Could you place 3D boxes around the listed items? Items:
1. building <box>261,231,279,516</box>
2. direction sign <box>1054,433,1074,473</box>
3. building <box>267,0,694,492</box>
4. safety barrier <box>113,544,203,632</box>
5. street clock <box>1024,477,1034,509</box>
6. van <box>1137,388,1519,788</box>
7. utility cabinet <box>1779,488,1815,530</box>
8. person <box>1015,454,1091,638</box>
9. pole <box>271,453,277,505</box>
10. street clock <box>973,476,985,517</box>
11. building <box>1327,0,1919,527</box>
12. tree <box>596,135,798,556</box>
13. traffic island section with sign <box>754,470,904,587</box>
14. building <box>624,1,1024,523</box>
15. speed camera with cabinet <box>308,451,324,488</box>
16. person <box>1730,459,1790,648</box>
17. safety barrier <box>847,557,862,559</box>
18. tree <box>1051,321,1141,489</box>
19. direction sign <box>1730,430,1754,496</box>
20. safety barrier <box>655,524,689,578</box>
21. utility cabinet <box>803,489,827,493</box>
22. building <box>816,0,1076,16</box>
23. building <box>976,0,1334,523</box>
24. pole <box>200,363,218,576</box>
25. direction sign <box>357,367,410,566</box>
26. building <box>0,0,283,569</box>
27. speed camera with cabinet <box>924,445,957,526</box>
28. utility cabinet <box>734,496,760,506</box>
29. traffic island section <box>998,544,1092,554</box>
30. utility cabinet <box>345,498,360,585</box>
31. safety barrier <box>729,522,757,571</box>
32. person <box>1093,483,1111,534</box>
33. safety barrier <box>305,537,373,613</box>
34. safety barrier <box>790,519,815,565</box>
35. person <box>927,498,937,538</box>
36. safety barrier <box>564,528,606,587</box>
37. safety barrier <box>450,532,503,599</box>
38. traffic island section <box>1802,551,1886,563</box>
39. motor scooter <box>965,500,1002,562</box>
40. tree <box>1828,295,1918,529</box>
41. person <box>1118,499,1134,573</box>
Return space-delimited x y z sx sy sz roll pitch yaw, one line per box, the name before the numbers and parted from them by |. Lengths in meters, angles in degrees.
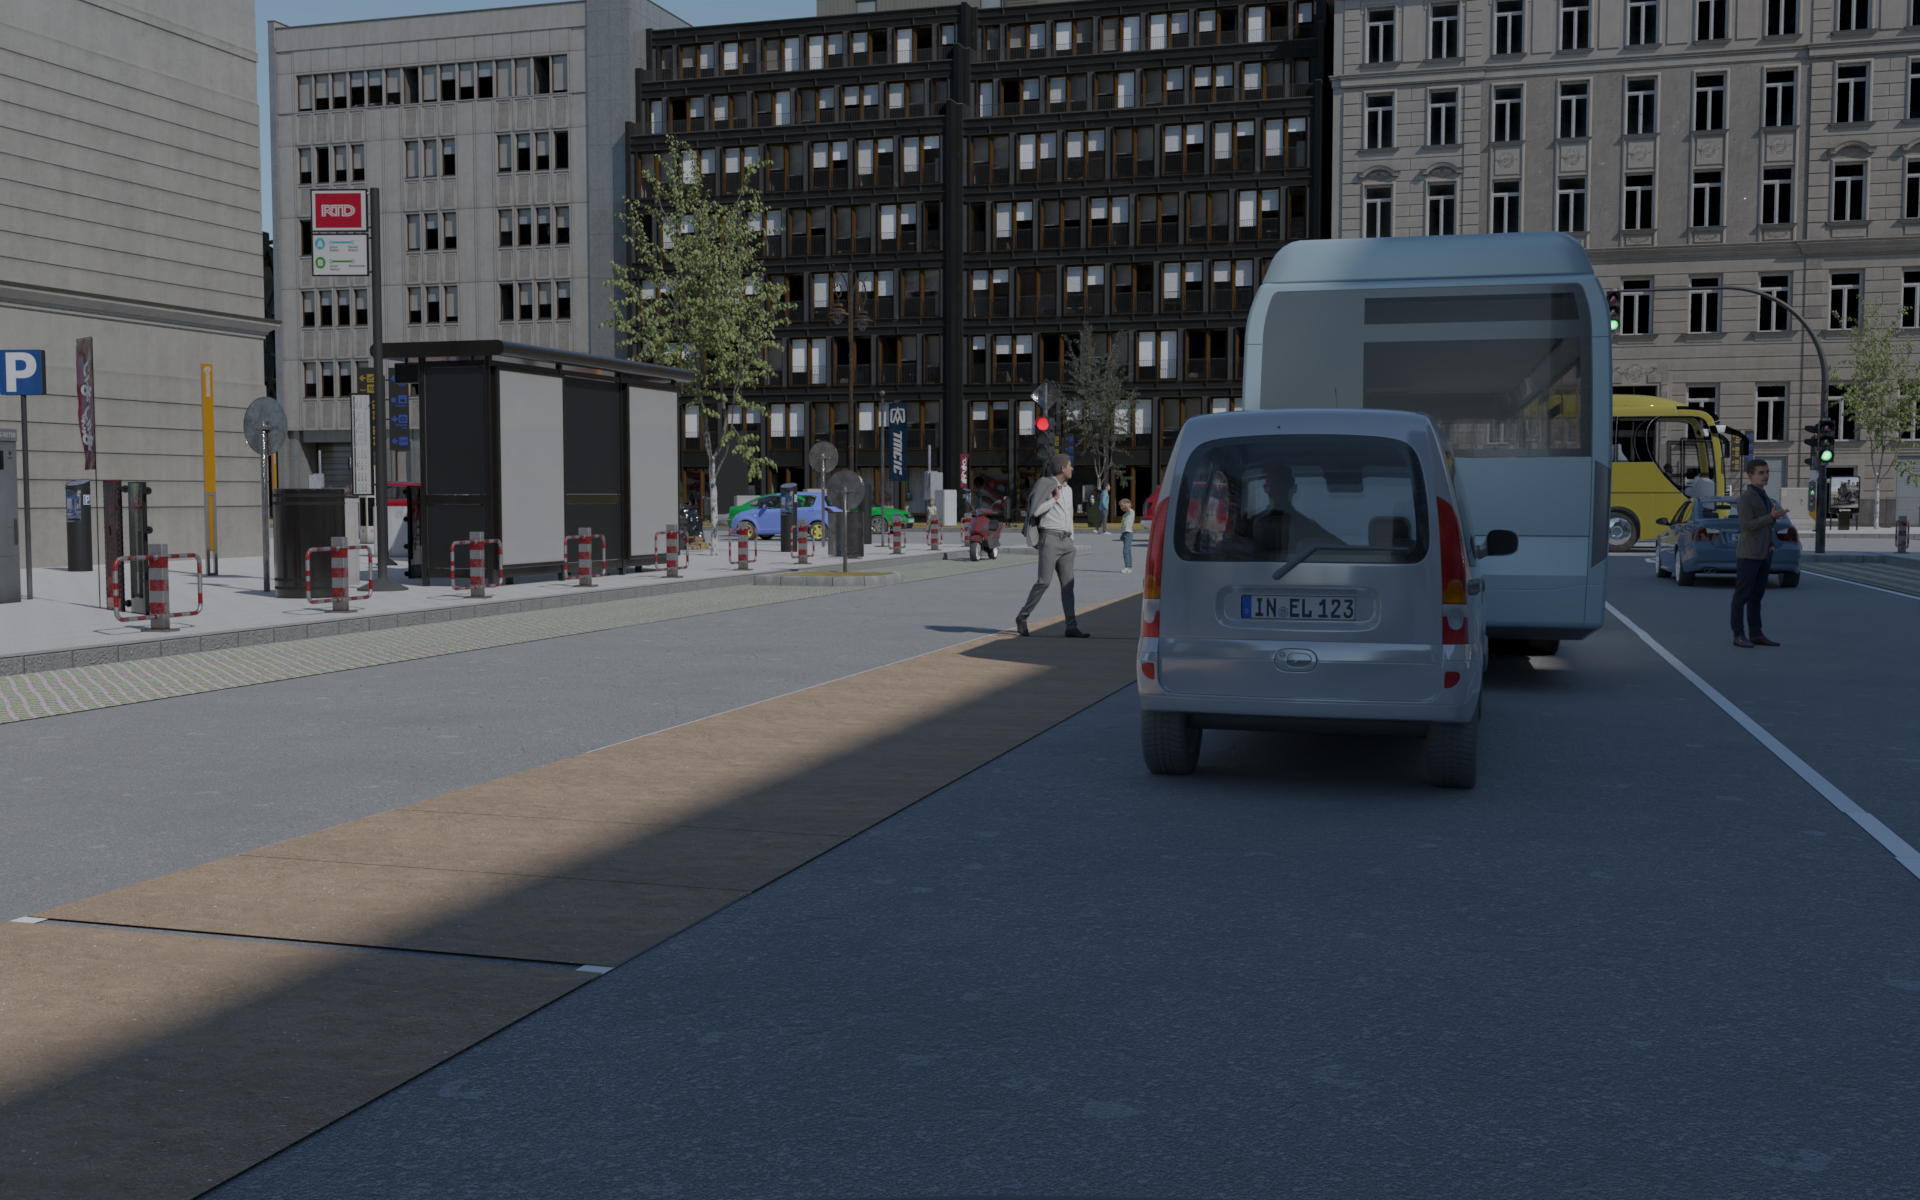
building | -46.499 -14.188 99.419 16.811 18.784 16.820 1 4 16
direction sign | 3.820 -4.451 64.776 0.876 3.537 0.379 1 4 11
building | -23.233 -16.629 89.899 19.932 24.808 12.078 1 4 16
safety barrier | -7.463 -0.114 16.141 0.300 0.817 1.120 1 4 16
street clock | 2.966 -4.253 74.102 0.358 2.002 0.471 -2 4 -27
van | 2.158 -0.180 9.954 2.013 2.044 4.112 1 4 17
utility cabinet | 29.488 -3.197 60.951 1.173 1.500 0.318 1 4 12
person | 0.905 -0.528 17.240 0.850 1.850 0.679 3 4 37
pole | -33.978 -5.626 85.832 0.158 3.312 0.155 0 3 0
street clock | 0.748 -3.931 68.839 0.471 2.002 0.358 0 4 -4
building | 28.764 -16.963 74.604 25.104 27.353 12.463 1 4 16
tree | -5.170 -5.209 35.534 4.737 8.622 4.395 0 3 0
traffic island section with sign | -1.986 -1.160 27.599 1.989 1.847 2.006 1 4 16
building | -6.224 -15.580 84.410 15.834 23.373 12.332 1 4 16
speed camera with cabinet | -29.417 -5.203 79.400 0.660 3.252 2.038 -1 4 -12
person | 7.546 -0.435 16.137 0.617 1.759 0.750 -2 4 -26
safety barrier | -2.108 -1.218 34.188 0.300 0.817 1.120 1 4 16
tree | 5.870 -7.505 73.071 4.360 8.622 3.978 0 3 0
direction sign | 27.830 -4.262 61.681 0.876 3.537 0.379 -1 4 -10
safety barrier | -4.400 -0.745 26.463 0.300 0.817 1.120 1 4 16
utility cabinet | -6.275 -4.060 75.056 0.318 1.500 1.173 3 5 43
building | 4.892 -34.264 149.451 28.713 52.752 27.495 1 4 16
building | 9.215 -15.358 80.788 15.834 23.373 12.332 1 4 16
pole | -11.782 -2.039 27.181 0.158 3.312 0.155 0 3 0
direction sign | -10.316 -2.390 31.067 0.876 3.537 0.379 0 4 -7
building | -37.075 -15.723 33.489 44.131 29.872 17.030 1 4 16
speed camera with cabinet | -0.786 -4.596 69.480 0.660 3.252 2.038 -2 4 -24
utility cabinet | -8.414 -3.507 68.493 1.020 1.237 0.306 -2 4 -31
traffic island section | 2.064 -1.232 42.432 2.009 0.180 2.903 1 4 16
utility cabinet | -8.951 -0.829 24.722 1.020 1.237 0.306 3 5 44
safety barrier | -3.637 -0.903 29.039 0.300 0.817 1.120 1 4 16
person | 5.083 -3.256 61.761 0.620 1.820 0.660 0 4 -7
safety barrier | -6.699 -0.272 18.716 0.300 0.817 1.120 1 4 16
safety barrier | -2.870 -1.060 31.613 0.300 0.817 1.120 1 4 16
person | -0.923 -2.643 55.965 0.306 1.304 0.590 -1 4 -9
safety barrier | -5.167 -0.587 23.876 0.300 0.817 1.120 1 4 16
safety barrier | -5.934 -0.429 21.290 0.300 0.817 1.120 1 4 16
traffic island section | 18.642 -0.932 37.525 2.009 0.180 2.903 1 4 16
motor scooter | 0.535 -1.497 37.253 0.815 1.314 1.986 1 4 16
tree | 33.744 -6.913 63.384 4.737 8.622 4.395 0 3 0
person | 3.023 -1.174 31.608 0.340 1.345 0.435 -1 4 -17
